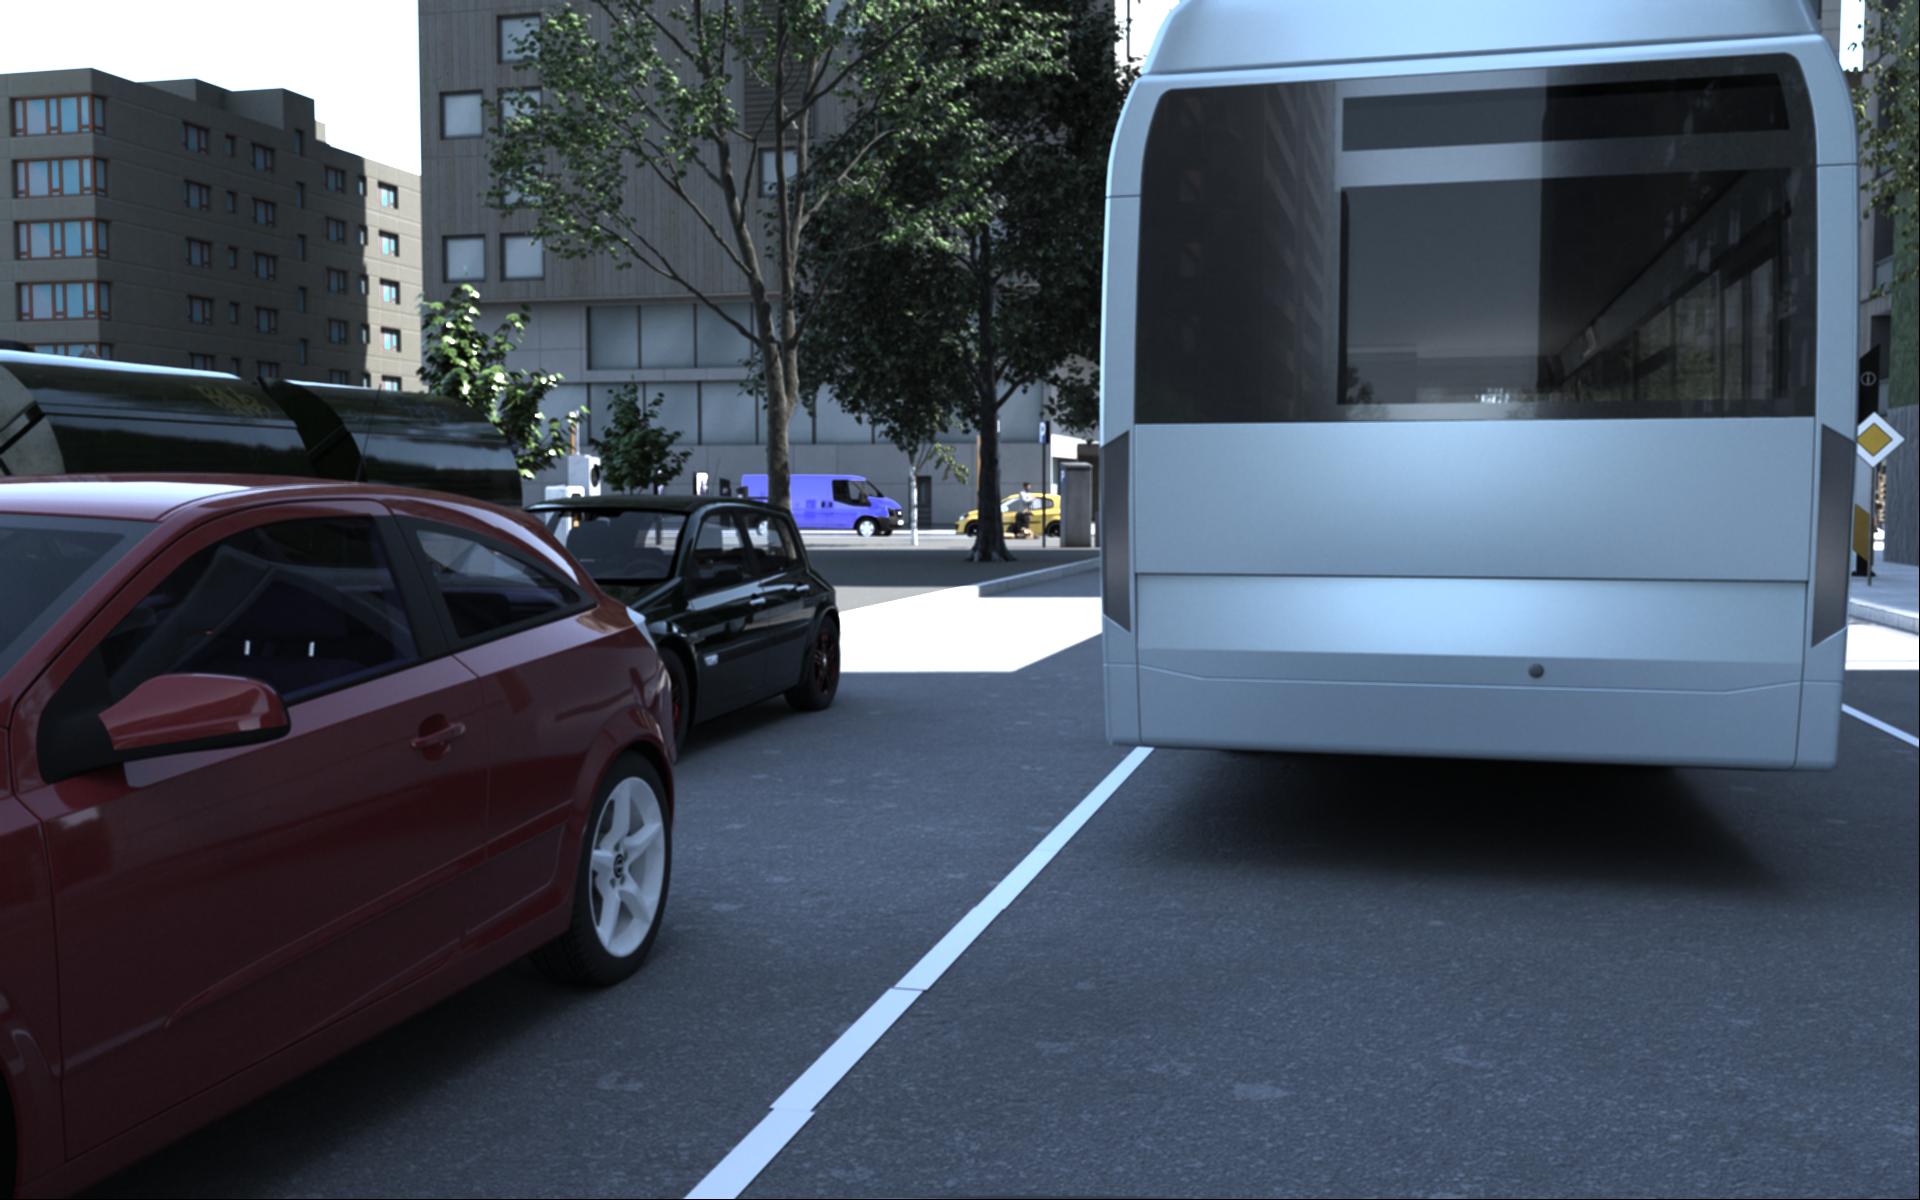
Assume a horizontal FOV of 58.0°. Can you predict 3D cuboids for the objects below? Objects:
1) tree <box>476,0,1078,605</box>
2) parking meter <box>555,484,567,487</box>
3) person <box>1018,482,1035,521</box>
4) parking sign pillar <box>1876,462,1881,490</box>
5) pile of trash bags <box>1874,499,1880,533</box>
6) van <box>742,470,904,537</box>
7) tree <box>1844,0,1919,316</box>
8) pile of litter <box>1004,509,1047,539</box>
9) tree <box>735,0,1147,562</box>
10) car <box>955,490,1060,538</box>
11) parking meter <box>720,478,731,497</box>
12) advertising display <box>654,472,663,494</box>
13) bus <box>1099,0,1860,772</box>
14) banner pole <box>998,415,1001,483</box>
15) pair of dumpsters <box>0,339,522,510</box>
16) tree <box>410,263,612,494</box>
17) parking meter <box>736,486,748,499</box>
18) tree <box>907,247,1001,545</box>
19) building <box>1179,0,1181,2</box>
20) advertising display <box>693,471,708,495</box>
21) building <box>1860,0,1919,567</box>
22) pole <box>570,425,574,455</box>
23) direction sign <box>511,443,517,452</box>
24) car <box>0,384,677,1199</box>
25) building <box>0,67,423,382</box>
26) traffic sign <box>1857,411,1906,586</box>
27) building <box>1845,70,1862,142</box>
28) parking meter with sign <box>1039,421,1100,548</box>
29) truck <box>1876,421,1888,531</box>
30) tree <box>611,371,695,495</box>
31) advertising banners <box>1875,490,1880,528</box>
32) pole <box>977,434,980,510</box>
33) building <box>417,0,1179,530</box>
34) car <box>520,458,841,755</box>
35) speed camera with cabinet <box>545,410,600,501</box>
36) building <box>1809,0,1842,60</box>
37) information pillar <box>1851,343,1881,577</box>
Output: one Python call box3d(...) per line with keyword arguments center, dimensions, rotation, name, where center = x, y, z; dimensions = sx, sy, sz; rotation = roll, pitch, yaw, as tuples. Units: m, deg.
box3d(center=(-2.132, -5.761, 19.946), dimensions=(9.928, 11.665, 9.643), rotation=(0, 3, 0), name="tree")
box3d(center=(-10.058, -2.148, 43.539), dimensions=(0.372, 1.533, 0.369), rotation=(0, 3, 0), name="parking meter")
box3d(center=(2.032, -2.664, 52.234), dimensions=(0.466, 1.800, 0.511), rotation=(1, 4, 22), name="person")
box3d(center=(48.478, -6.355, 92.370), dimensions=(1.447, 3.967, 1.447), rotation=(1, 4, 20), name="parking sign pillar")
box3d(center=(29.633, -2.928, 57.631), dimensions=(3.447, 1.369, 1.912), rotation=(-3, 5, -44), name="pile of trash bags")
box3d(center=(-4.432, -3.157, 55.996), dimensions=(5.245, 2.365, 2.240), rotation=(1, 4, 14), name="van")
box3d(center=(12.239, -4.280, 20.334), dimensions=(4.737, 8.622, 4.395), rotation=(0, 3, 0), name="tree")
box3d(center=(1.701, -2.191, 49.793), dimensions=(1.176, 0.858, 1.719), rotation=(-3, 5, -39), name="pile of litter")
box3d(center=(0.461, -7.093, 32.978), dimensions=(9.611, 12.733, 9.660), rotation=(0, 3, 0), name="tree")
box3d(center=(1.820, -2.708, 54.493), dimensions=(3.980, 1.641, 2.015), rotation=(1, 4, 14), name="car")
box3d(center=(-8.455, -3.469, 62.430), dimensions=(0.399, 1.863, 0.255), rotation=(-1, 4, -12), name="parking meter")
box3d(center=(-7.650, -2.371, 43.986), dimensions=(0.123, 1.923, 0.974), rotation=(0, 4, -2), name="advertising display")
box3d(center=(3.444, -1.078, 12.481), dimensions=(2.948, 3.499, 13.247), rotation=(1, 4, 15), name="bus")
box3d(center=(0.861, -3.544, 47.956), dimensions=(0.401, 3.779, 0.863), rotation=(3, 5, 42), name="banner pole")
box3d(center=(-4.311, -0.471, 10.200), dimensions=(1.574, 2.255, 4.437), rotation=(1, 4, 14), name="pair of dumpsters")
box3d(center=(-4.187, -1.216, 14.477), dimensions=(1.663, 3.219, 1.824), rotation=(0, 3, 0), name="tree")
box3d(center=(-6.579, -2.686, 52.321), dimensions=(0.372, 1.533, 0.369), rotation=(0, 3, 0), name="parking meter")
box3d(center=(-0.967, -5.661, 42.924), dimensions=(4.737, 8.622, 4.395), rotation=(0, 3, 0), name="tree")
box3d(center=(9.228, -28.038, 113.047), dimensions=(22.147, 44.769, 28.867), rotation=(1, 4, 14), name="building")
box3d(center=(-7.453, -2.727, 49.798), dimensions=(0.123, 1.923, 0.974), rotation=(1, 4, 11), name="advertising display")
box3d(center=(24.726, -21.281, 31.542), dimensions=(14.154, 41.232, 14.086), rotation=(1, 4, 14), name="building")
box3d(center=(-10.887, -3.367, 48.893), dimensions=(0.158, 3.312, 0.155), rotation=(0, 3, 0), name="pole")
box3d(center=(-16.196, -4.263, 61.692), dimensions=(0.876, 3.537, 0.379), rotation=(-1, 4, -19), name="direction sign")
box3d(center=(-2.161, 0.316, 3.877), dimensions=(2.155, 1.783, 4.494), rotation=(1, 4, 14), name="car")
box3d(center=(-45.766, -14.815, 87.272), dimensions=(28.899, 21.520, 27.650), rotation=(1, 4, 14), name="building")
box3d(center=(12.726, -1.406, 24.179), dimensions=(0.795, 2.450, 0.064), rotation=(1, 4, 23), name="traffic sign")
box3d(center=(91.796, -32.428, 180.311), dimensions=(14.200, 45.320, 14.600), rotation=(1, 4, 14), name="building")
box3d(center=(2.799, -2.769, 41.529), dimensions=(1.738, 3.016, 0.543), rotation=(-1, 4, -16), name="parking meter with sign")
box3d(center=(30.473, -3.543, 46.834), dimensions=(11.283, 4.237, 2.839), rotation=(1, 4, 12), name="truck")
box3d(center=(-5.199, -2.002, 27.337), dimensions=(1.663, 3.219, 1.824), rotation=(0, 3, 0), name="tree")
box3d(center=(34.812, -4.255, 65.764), dimensions=(0.090, 3.025, 2.074), rotation=(-3, 5, -42), name="advertising banners")
box3d(center=(0.673, -3.985, 59.005), dimensions=(0.158, 3.312, 0.155), rotation=(0, 3, 0), name="pole")
box3d(center=(-4.537, -29.696, 74.763), dimensions=(28.713, 52.752, 27.495), rotation=(1, 4, 14), name="building")
box3d(center=(-2.039, -0.035, 10.360), dimensions=(2.009, 1.686, 4.222), rotation=(1, 4, 14), name="car")
box3d(center=(-9.000, -2.813, 40.336), dimensions=(0.660, 3.252, 2.038), rotation=(1, 4, 9), name="speed camera with cabinet")
box3d(center=(53.574, -42.440, 132.139), dimensions=(20.563, 71.187, 20.611), rotation=(1, 4, 14), name="building")
box3d(center=(14.035, -2.179, 26.988), dimensions=(0.504, 3.616, 0.183), rotation=(2, 4, 32), name="information pillar")
